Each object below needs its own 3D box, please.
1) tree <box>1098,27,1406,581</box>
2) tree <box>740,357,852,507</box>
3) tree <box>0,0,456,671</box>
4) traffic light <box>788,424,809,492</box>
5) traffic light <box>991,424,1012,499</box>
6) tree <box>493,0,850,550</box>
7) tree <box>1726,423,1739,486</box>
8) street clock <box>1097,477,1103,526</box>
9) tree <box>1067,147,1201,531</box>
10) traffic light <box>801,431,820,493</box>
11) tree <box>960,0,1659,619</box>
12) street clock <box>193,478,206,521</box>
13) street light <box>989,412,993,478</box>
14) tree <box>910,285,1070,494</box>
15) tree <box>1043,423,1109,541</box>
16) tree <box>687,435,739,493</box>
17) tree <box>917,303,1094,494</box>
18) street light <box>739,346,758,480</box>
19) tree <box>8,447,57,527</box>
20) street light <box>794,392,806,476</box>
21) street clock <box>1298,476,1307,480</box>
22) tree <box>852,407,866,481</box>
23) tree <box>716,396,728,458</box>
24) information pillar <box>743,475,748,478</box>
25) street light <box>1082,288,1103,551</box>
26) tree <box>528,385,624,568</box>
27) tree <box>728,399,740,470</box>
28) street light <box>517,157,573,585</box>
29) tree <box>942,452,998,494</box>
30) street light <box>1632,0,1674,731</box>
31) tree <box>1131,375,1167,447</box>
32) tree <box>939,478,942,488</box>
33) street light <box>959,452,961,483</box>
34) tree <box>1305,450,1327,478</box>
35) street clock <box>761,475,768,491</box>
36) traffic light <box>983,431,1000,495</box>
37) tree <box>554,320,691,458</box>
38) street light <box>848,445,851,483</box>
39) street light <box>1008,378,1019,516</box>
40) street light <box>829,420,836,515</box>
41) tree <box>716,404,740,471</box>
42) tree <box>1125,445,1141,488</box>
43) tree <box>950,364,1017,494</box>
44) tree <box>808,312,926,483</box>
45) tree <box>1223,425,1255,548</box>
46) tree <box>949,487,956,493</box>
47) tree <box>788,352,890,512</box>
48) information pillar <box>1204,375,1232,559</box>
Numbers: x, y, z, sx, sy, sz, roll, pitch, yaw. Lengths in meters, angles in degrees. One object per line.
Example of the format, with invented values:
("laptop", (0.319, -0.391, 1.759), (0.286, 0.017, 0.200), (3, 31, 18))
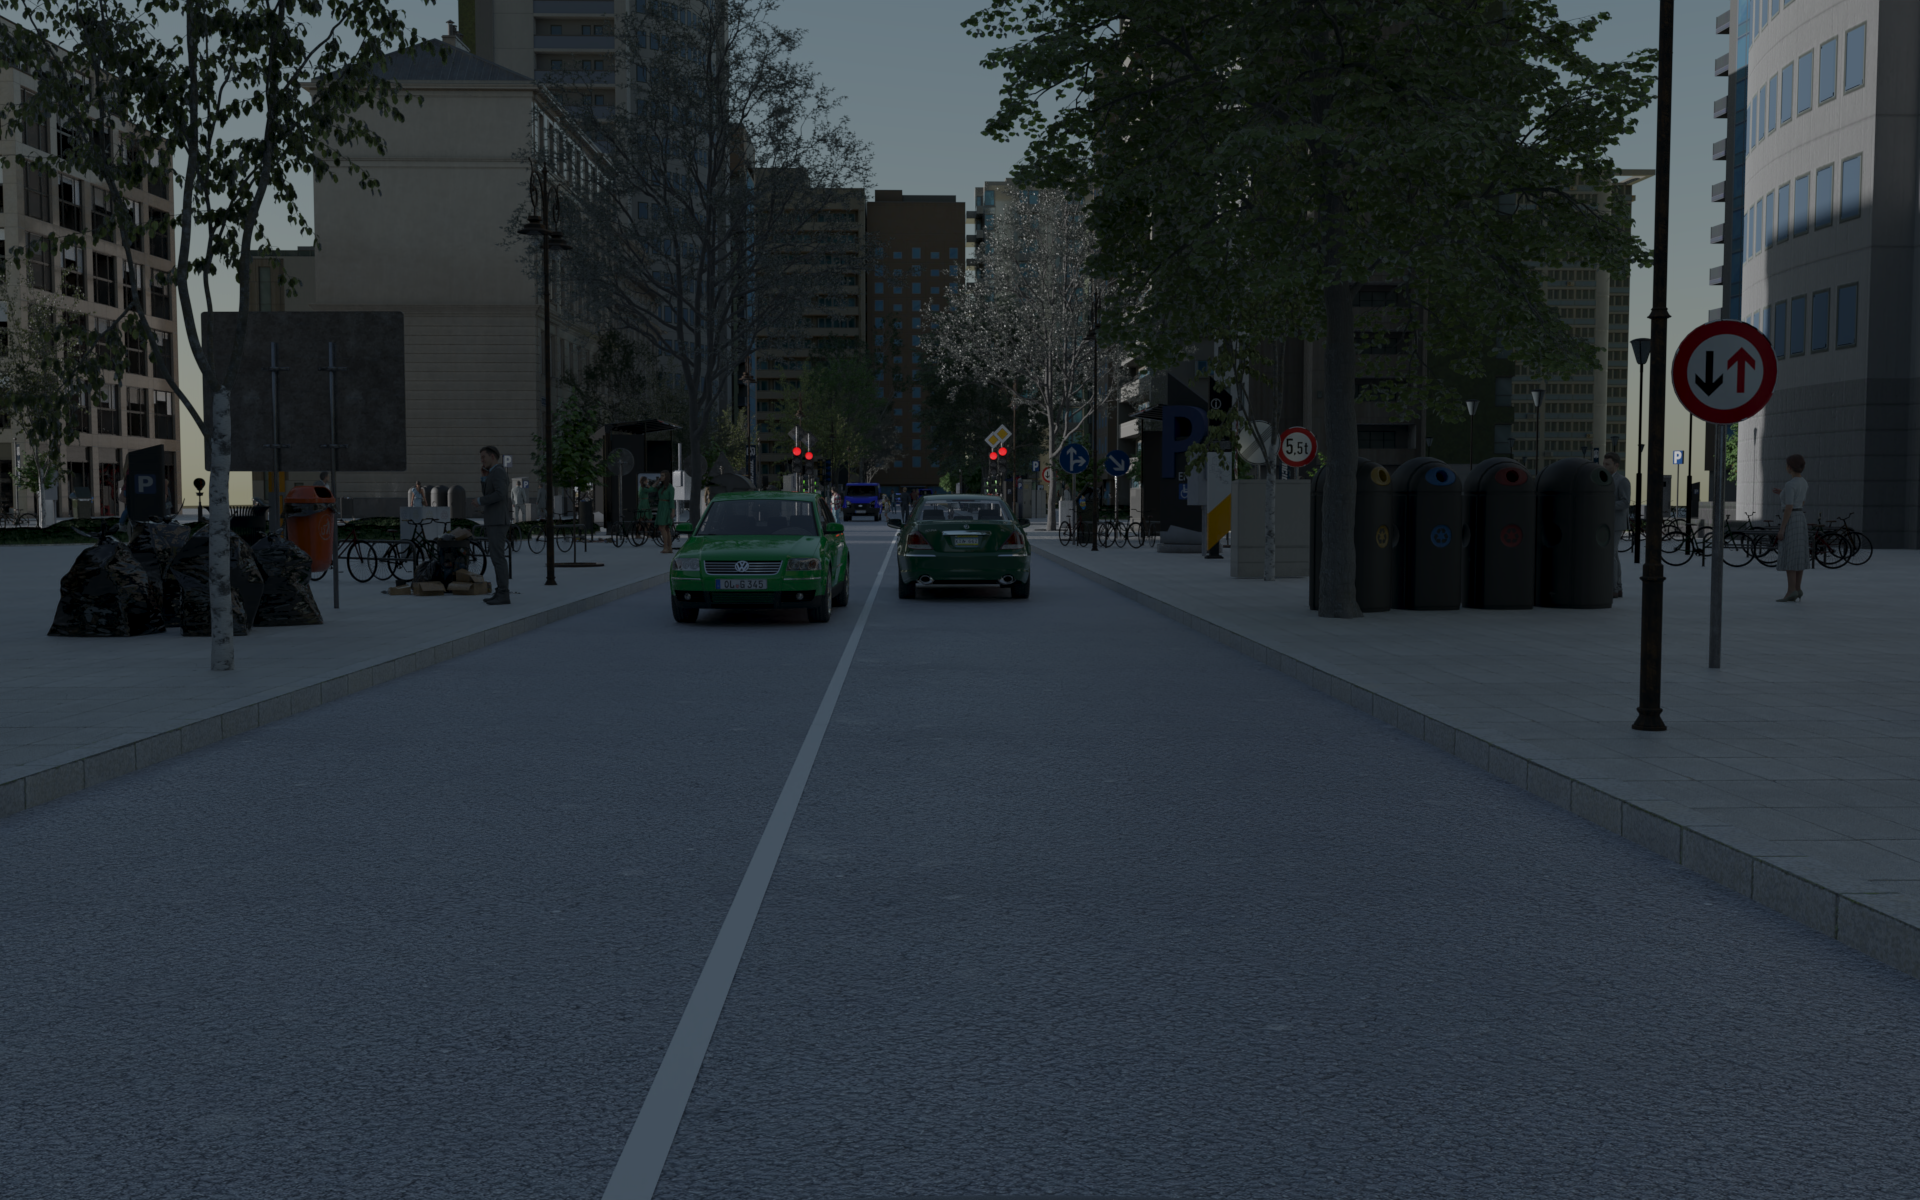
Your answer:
("tree", (4.387, -4.594, 25.480), (4.737, 8.622, 4.395), (0, 3, 0))
("tree", (-8.823, -8.780, 93.913), (4.737, 8.622, 4.395), (0, 3, 0))
("tree", (-5.477, -3.807, 12.602), (4.360, 8.622, 3.978), (0, 3, 0))
("traffic light", (-6.479, -4.915, 69.279), (0.839, 4.253, 0.868), (0, 4, -2))
("traffic light", (1.679, -4.929, 69.513), (0.839, 4.253, 0.868), (0, 4, -2))
("tree", (-5.992, -7.899, 39.524), (12.009, 13.543, 11.850), (0, 3, 0))
("tree", (29.124, -4.829, 62.661), (4.285, 4.588, 4.351), (0, 3, 0))
("street clock", (5.553, -4.029, 70.443), (0.471, 2.002, 0.358), (-1, 4, -15))
("tree", (3.349, -9.166, 60.230), (12.009, 13.543, 11.850), (0, 3, 0))
("traffic light", (-6.694, -5.403, 77.261), (0.839, 4.253, 0.868), (0, 4, -2))
("tree", (3.539, -6.089, 17.680), (7.486, 12.596, 7.792), (0, 3, 0))
("street clock", (-33.843, -4.437, 77.110), (0.471, 2.002, 0.358), (-1, 4, -11))
("street light", (1.587, -7.294, 92.050), (0.468, 5.910, 1.993), (0, 4, -2))
("tree", (1.655, -12.171, 105.657), (9.857, 13.997, 8.962), (0, 3, 0))
("tree", (3.368, -3.235, 47.495), (1.663, 3.219, 1.824), (0, 3, 0))
("tree", (-8.232, -3.824, 57.122), (1.663, 3.219, 1.824), (0, 3, 0))
("tree", (2.079, -9.165, 84.255), (8.767, 10.594, 7.601), (-1, 4, -19))
("street light", (-6.613, -4.986, 54.315), (0.468, 5.910, 1.993), (0, 4, -2))
("tree", (-34.753, -4.304, 64.967), (1.663, 3.219, 1.824), (0, 3, 0))
("street light", (-7.225, -6.474, 78.631), (0.468, 5.910, 1.993), (0, 4, -2))
("street clock", (13.881, -4.032, 70.496), (0.471, 2.002, 0.358), (-2, 4, -30))
("tree", (-8.621, -10.121, 115.849), (4.737, 8.622, 4.395), (0, 3, 0))
("tree", (-17.497, -9.741, 109.625), (4.360, 8.622, 3.978), (0, 3, 0))
("information pillar", (-8.280, -3.832, 67.148), (0.304, 2.012, 0.304), (0, 4, 6))
("street light", (3.044, -4.046, 38.947), (0.468, 5.910, 1.993), (0, 4, -2))
("tree", (-6.735, -2.211, 30.745), (1.663, 3.219, 1.824), (0, 3, 0))
("tree", (-18.400, -10.383, 120.121), (4.360, 8.622, 3.978), (0, 3, 0))
("street light", (-5.767, -3.147, 24.236), (0.468, 5.910, 1.993), (0, 4, -2))
("tree", (1.348, -8.022, 114.873), (4.285, 4.588, 4.351), (0, 3, 0))
("street light", (3.760, -2.231, 9.270), (0.468, 5.910, 1.993), (0, 4, -2))
("tree", (12.187, -9.540, 106.346), (4.360, 8.622, 3.978), (0, 3, 0))
("tree", (0.373, -10.903, 161.972), (4.285, 4.588, 4.351), (0, 3, 0))
("street light", (-0.020, -10.978, 152.278), (0.468, 5.910, 1.993), (0, 4, -2))
("tree", (14.248, -4.368, 66.023), (1.663, 3.219, 1.824), (0, 3, 0))
("street clock", (-7.599, -3.849, 67.497), (0.358, 2.002, 0.471), (-1, 4, -13))
("traffic light", (1.464, -5.417, 77.495), (0.839, 4.253, 0.868), (0, 4, -2))
("tree", (-17.920, -9.715, 93.259), (7.601, 10.594, 8.767), (0, 4, 5))
("street light", (-8.904, -10.183, 139.272), (0.468, 5.910, 1.993), (0, 4, -2))
("street light", (2.181, -5.894, 69.163), (0.468, 5.910, 1.993), (0, 4, -2))
("street light", (-7.969, -8.289, 108.307), (0.468, 5.910, 1.993), (0, 4, -2))
("tree", (-18.546, -11.765, 142.724), (4.737, 8.622, 4.395), (0, 3, 0))
("tree", (11.230, -7.106, 99.899), (4.285, 4.588, 4.351), (0, 3, 0))
("tree", (1.432, -8.972, 97.056), (4.360, 8.622, 3.978), (0, 3, 0))
("tree", (-9.057, -19.790, 179.462), (12.611, 20.169, 13.585), (0, 3, 0))
("tree", (6.316, -2.875, 41.611), (1.663, 3.219, 1.824), (0, 3, 0))
("tree", (-0.383, -11.592, 184.130), (1.663, 3.219, 1.824), (0, 3, 0))
("tree", (-9.050, -12.319, 127.167), (9.928, 11.665, 9.643), (0, 3, 0))
("information pillar", (5.119, -2.624, 34.254), (0.504, 3.616, 0.183), (-1, 4, -10))
